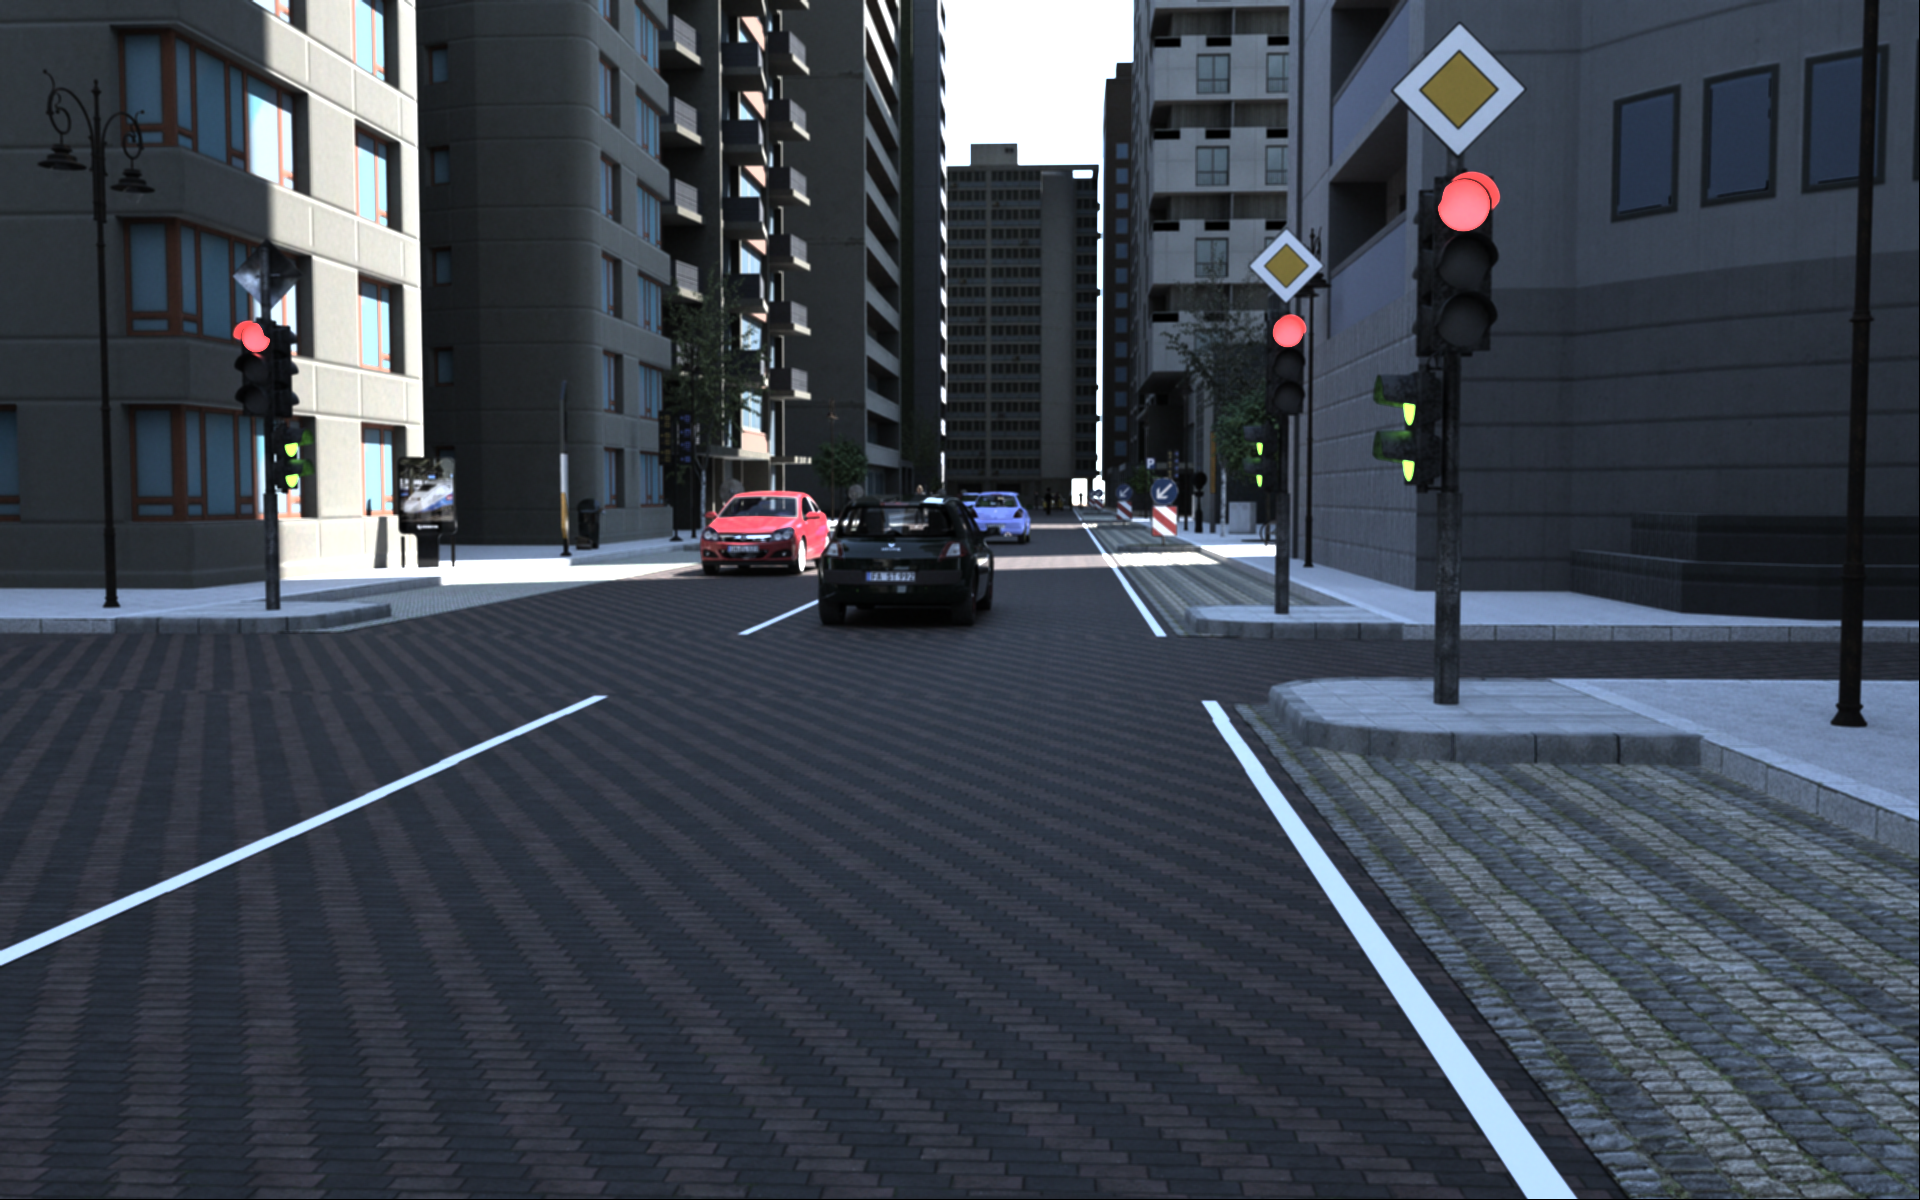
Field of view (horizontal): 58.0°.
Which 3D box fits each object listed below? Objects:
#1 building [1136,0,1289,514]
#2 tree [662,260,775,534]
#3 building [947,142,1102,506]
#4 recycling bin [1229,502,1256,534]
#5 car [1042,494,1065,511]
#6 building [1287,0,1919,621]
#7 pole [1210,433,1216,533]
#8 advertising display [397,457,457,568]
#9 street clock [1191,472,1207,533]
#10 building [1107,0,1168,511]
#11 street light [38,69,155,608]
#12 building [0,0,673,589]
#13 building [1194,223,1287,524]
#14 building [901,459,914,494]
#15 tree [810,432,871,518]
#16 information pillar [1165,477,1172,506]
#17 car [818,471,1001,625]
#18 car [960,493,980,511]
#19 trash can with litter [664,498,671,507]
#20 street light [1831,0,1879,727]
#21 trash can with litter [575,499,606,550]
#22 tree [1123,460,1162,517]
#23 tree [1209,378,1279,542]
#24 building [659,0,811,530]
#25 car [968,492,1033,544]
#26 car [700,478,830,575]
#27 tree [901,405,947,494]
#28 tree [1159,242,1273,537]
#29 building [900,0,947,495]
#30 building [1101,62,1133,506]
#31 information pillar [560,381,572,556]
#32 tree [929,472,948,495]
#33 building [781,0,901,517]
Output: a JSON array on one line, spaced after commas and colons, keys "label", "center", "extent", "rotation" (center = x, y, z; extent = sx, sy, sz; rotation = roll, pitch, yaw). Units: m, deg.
[{"label": "building", "center": [25.582, -32.027, 112.876], "extent": [28.713, 52.752, 27.495], "rotation": [0, 4, 3]}, {"label": "tree", "center": [-8.157, -6.433, 55.536], "extent": [4.737, 8.622, 4.395], "rotation": [0, 3, 0]}, {"label": "building", "center": [3.745, -30.722, 194.177], "extent": [23.993, 40.220, 32.217], "rotation": [0, 4, 3]}, {"label": "recycling bin", "center": [9.117, -2.650, 55.875], "extent": [0.722, 1.027, 0.722], "rotation": [2, 4, 27]}, {"label": "car", "center": [7.999, -8.449, 148.363], "extent": [2.015, 1.641, 3.980], "rotation": [0, 4, 3]}, {"label": "building", "center": [20.262, -29.527, 24.766], "extent": [28.212, 58.520, 21.231], "rotation": [0, 4, 3]}, {"label": "pole", "center": [8.318, -3.857, 56.900], "extent": [0.158, 3.312, 0.155], "rotation": [0, 3, 0]}, {"label": "advertising display", "center": [-9.285, -1.529, 30.206], "extent": [0.974, 1.923, 0.123], "rotation": [0, 4, -7]}, {"label": "street clock", "center": [7.899, -3.222, 57.243], "extent": [0.471, 2.002, 0.358], "rotation": [-2, 4, -25]}, {"label": "building", "center": [24.049, -43.964, 157.063], "extent": [20.563, 71.187, 20.611], "rotation": [0, 4, 3]}, {"label": "street light", "center": [-9.625, -2.855, 19.471], "extent": [0.468, 5.910, 1.993], "rotation": [0, 4, 3]}, {"label": "building", "center": [-23.304, -11.799, 37.949], "extent": [27.650, 21.520, 28.899], "rotation": [0, 4, 3]}, {"label": "building", "center": [21.688, -46.086, 66.185], "extent": [22.319, 86.520, 31.000], "rotation": [0, 4, 3]}, {"label": "building", "center": [-14.024, -42.023, 125.336], "extent": [20.563, 71.187, 20.611], "rotation": [0, 4, 3]}, {"label": "tree", "center": [-6.319, -6.626, 92.054], "extent": [4.285, 4.588, 4.351], "rotation": [0, 3, 0]}, {"label": "information pillar", "center": [8.992, -4.297, 74.740], "extent": [0.304, 2.012, 0.304], "rotation": [1, 4, 10]}, {"label": "car", "center": [-0.560, -0.645, 20.338], "extent": [2.009, 1.686, 4.222], "rotation": [0, 4, 5]}, {"label": "car", "center": [0.727, -6.041, 108.366], "extent": [1.945, 1.707, 3.694], "rotation": [0, 4, 2]}, {"label": "trash can with litter", "center": [-9.304, -2.527, 52.706], "extent": [1.055, 1.170, 0.624], "rotation": [-1, 4, -11]}, {"label": "street light", "center": [4.937, -2.242, 9.441], "extent": [0.468, 5.910, 1.993], "rotation": [0, 4, 3]}, {"label": "trash can with litter", "center": [-8.609, -1.765, 40.250], "extent": [0.624, 1.170, 1.055], "rotation": [0, 4, -4]}, {"label": "tree", "center": [10.447, -6.399, 99.225], "extent": [1.663, 3.219, 1.824], "rotation": [0, 3, 0]}, {"label": "tree", "center": [8.429, -3.858, 46.788], "extent": [4.285, 4.588, 4.351], "rotation": [0, 3, 0]}, {"label": "building", "center": [-18.495, -25.640, 73.833], "extent": [22.147, 44.769, 28.867], "rotation": [0, 4, 3]}, {"label": "car", "center": [1.171, -2.532, 50.981], "extent": [1.945, 1.707, 3.694], "rotation": [0, 4, 5]}, {"label": "car", "center": [-3.569, -1.416, 32.188], "extent": [2.155, 1.783, 4.494], "rotation": [0, 4, 5]}, {"label": "tree", "center": [-2.928, -11.759, 142.625], "extent": [4.737, 8.622, 4.395], "rotation": [0, 3, 0]}, {"label": "tree", "center": [8.109, -6.189, 51.547], "extent": [4.360, 8.622, 3.978], "rotation": [0, 3, 0]}, {"label": "building", "center": [-15.505, -37.784, 159.770], "extent": [28.212, 58.520, 21.231], "rotation": [0, 4, 3]}, {"label": "building", "center": [22.213, -32.585, 182.882], "extent": [14.200, 45.320, 14.600], "rotation": [0, 4, 3]}, {"label": "information pillar", "center": [-8.162, -2.714, 35.723], "extent": [0.183, 3.616, 0.504], "rotation": [0, 4, -5]}, {"label": "tree", "center": [-2.090, -9.348, 147.442], "extent": [1.663, 3.219, 1.824], "rotation": [0, 3, 0]}, {"label": "building", "center": [-15.211, -29.437, 104.994], "extent": [21.300, 48.544, 21.600], "rotation": [0, 4, 3]}]
